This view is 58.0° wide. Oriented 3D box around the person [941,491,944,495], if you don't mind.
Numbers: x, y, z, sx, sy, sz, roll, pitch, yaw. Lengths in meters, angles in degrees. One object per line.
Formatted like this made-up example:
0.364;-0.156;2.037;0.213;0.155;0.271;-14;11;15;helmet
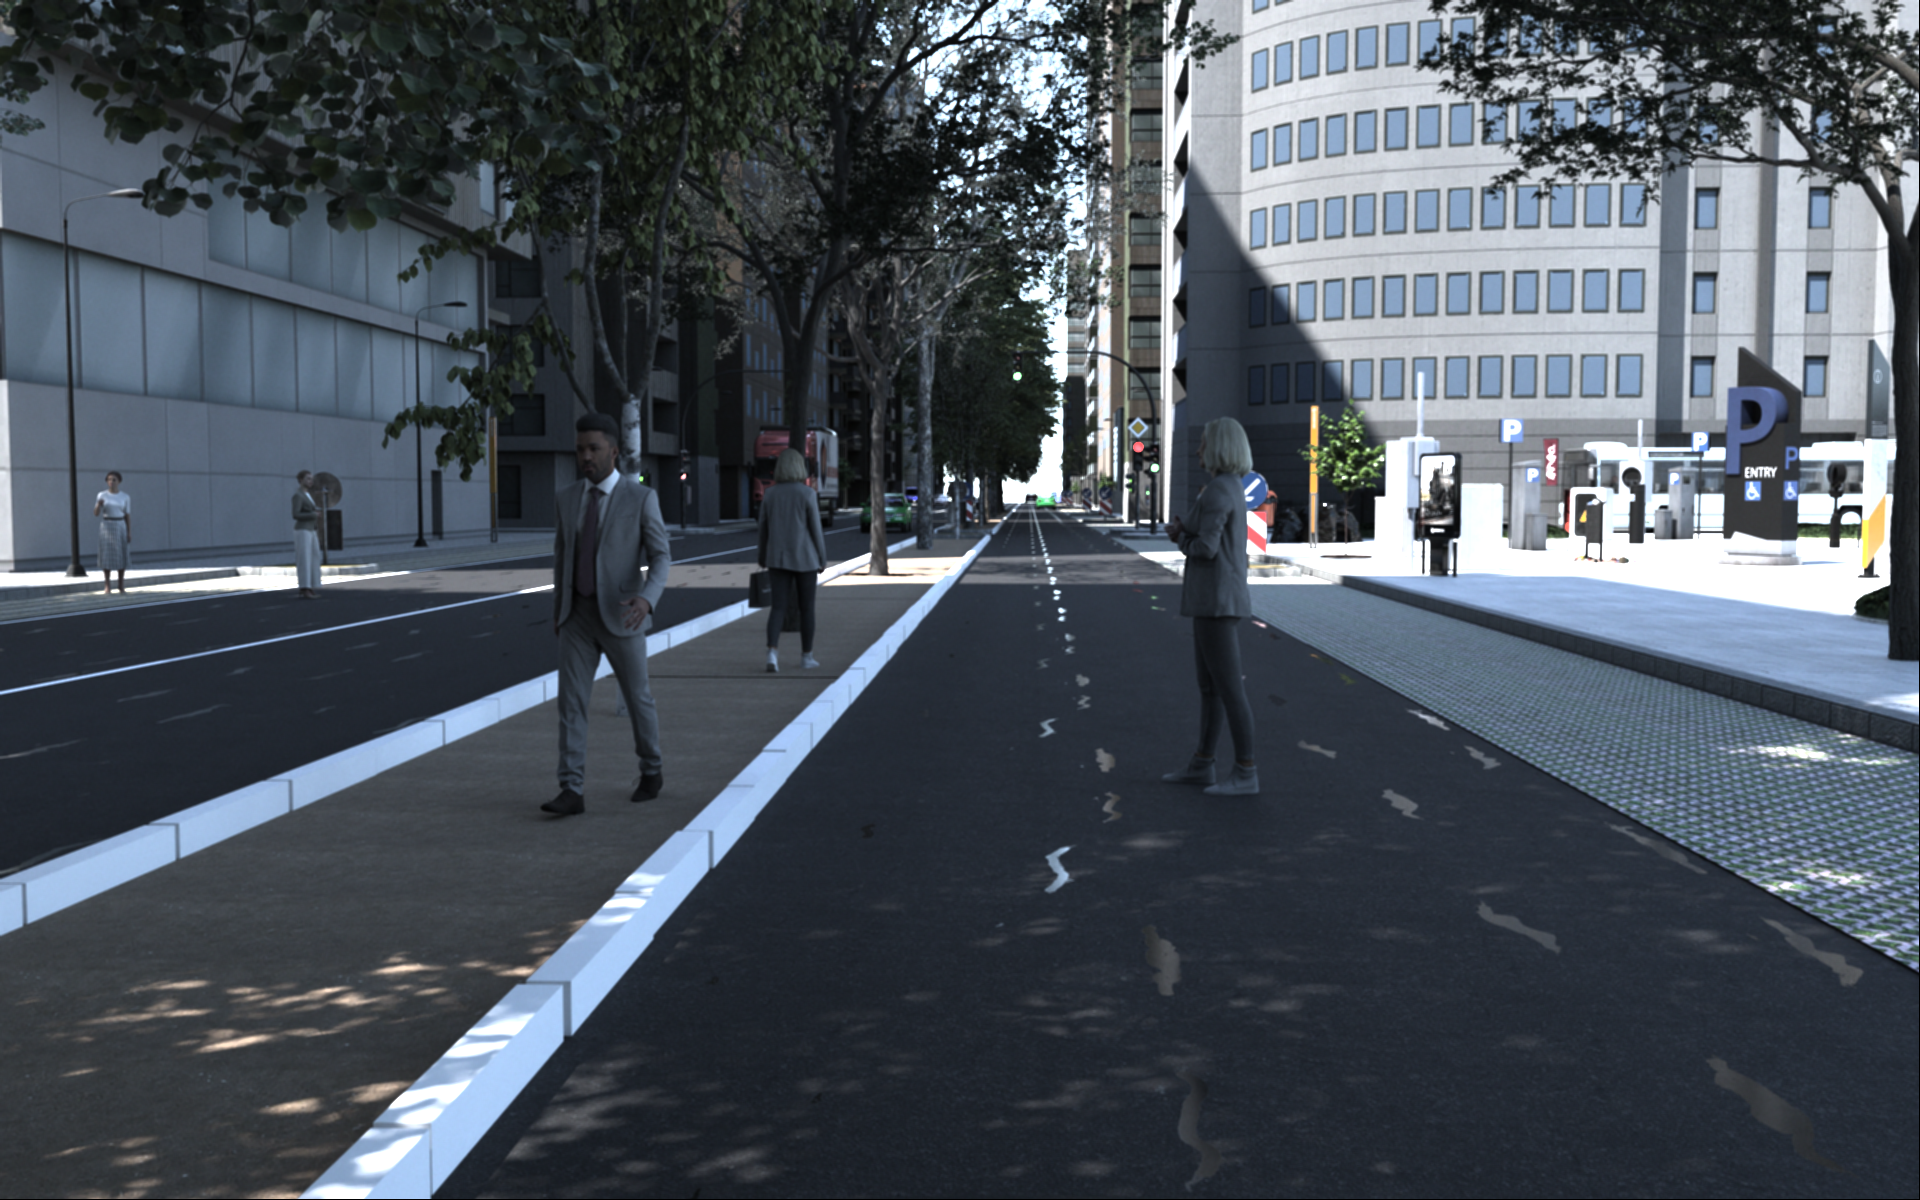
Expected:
-2.531;-14.638;247.906;1.350;1.814;0.705;1;4;22;person

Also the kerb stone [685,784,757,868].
-0.983;0.926;7.126;0.120;0.150;1.000;0;4;2;kerb stone

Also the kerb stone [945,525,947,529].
-0.701;-2.753;67.213;0.120;0.150;1.000;0;4;2;kerb stone

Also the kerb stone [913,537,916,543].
-1.413;-1.655;49.255;0.120;0.150;1.000;0;4;2;kerb stone

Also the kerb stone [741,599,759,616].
-2.552;0.099;20.584;0.120;0.150;1.000;0;4;2;kerb stone

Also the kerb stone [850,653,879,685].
-0.741;0.545;13.287;0.120;0.150;1.000;0;4;2;kerb stone

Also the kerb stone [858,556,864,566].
-2.027;-0.715;33.888;0.120;0.150;1.000;0;4;2;kerb stone

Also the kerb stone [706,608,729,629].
-2.640;0.224;18.530;0.120;0.150;1.000;0;4;2;kerb stone

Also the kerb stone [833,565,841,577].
-2.197;-0.461;29.800;0.120;0.150;1.000;0;4;2;kerb stone

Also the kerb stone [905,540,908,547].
-1.538;-1.462;46.175;0.120;0.150;1.000;0;4;2;kerb stone

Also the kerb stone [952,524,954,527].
-0.457;-3.128;73.343;0.120;0.150;1.000;0;4;2;kerb stone

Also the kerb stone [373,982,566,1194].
-1.118;1.111;4.035;0.120;0.150;1.000;0;4;2;kerb stone

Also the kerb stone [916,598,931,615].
-0.459;0.109;20.469;0.120;0.150;1.000;0;4;2;kerb stone

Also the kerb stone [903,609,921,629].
-0.538;0.234;18.412;0.120;0.150;1.000;0;4;2;kerb stone

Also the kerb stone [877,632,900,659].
-0.654;0.422;15.332;0.120;0.150;1.000;0;4;2;kerb stone

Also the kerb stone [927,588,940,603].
-0.374;-0.020;22.525;0.120;0.150;1.000;0;4;2;kerb stone

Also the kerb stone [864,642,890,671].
-0.702;0.482;14.310;0.120;0.150;1.000;0;4;2;kerb stone

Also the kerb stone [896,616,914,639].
-0.578;0.294;17.387;0.120;0.150;1.000;0;4;2;kerb stone

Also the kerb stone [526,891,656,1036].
-1.067;1.050;5.075;0.120;0.150;1.000;0;4;2;kerb stone

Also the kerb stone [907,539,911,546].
-1.494;-1.528;47.203;0.120;0.150;1.000;0;4;2;kerb stone

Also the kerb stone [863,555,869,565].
-1.984;-0.773;34.909;0.120;0.150;1.000;0;4;2;kerb stone

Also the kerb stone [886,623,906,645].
-0.626;0.357;16.361;0.120;0.150;1.000;0;4;2;kerb stone

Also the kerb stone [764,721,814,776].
-0.912;0.795;9.190;0.120;0.150;1.000;0;4;2;kerb stone

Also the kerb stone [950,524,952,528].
-0.534;-3.003;71.300;0.120;0.150;1.000;0;4;2;kerb stone

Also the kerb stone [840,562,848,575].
-2.147;-0.528;30.823;0.120;0.150;1.000;0;4;2;kerb stone

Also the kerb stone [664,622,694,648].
-2.718;0.349;16.486;0.120;0.150;1.000;0;4;2;kerb stone

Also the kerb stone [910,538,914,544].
-1.452;-1.592;48.232;0.120;0.150;1.000;0;4;2;kerb stone

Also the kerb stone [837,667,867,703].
-0.784;0.616;12.258;0.120;0.150;1.000;0;4;2;kerb stone

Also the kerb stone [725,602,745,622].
-2.603;0.161;19.560;0.120;0.150;1.000;0;4;2;kerb stone

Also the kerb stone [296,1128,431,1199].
-1.154;1.175;3.014;0.120;0.150;1.000;0;4;2;kerb stone

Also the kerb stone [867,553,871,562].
-1.951;-0.835;35.932;0.120;0.150;1.000;0;4;2;kerb stone

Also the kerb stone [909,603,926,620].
-0.505;0.169;19.433;0.120;0.150;1.000;0;4;2;kerb stone

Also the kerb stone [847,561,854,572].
-2.104;-0.585;31.845;0.120;0.150;1.000;0;4;2;kerb stone

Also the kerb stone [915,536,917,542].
-1.373;-1.717;50.277;0.120;0.150;1.000;0;4;2;kerb stone

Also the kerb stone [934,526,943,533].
-0.817;-2.565;64.141;0.120;0.150;1.000;0;4;2;kerb stone

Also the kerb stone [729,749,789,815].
-0.949;0.864;8.159;0.120;0.150;1.000;0;4;2;kerb stone

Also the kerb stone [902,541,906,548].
-1.566;-1.404;45.146;0.120;0.150;1.000;0;4;2;kerb stone

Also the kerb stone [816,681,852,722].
-0.828;0.671;11.236;0.120;0.150;1.000;0;4;2;kerb stone

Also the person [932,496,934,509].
-2.655;-9.166;161.547;0.628;1.438;0.799;-3;5;-43;person

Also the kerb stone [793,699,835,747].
-0.869;0.734;10.212;0.120;0.150;1.000;0;4;2;kerb stone

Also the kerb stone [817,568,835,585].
-2.231;-0.399;28.778;0.120;0.150;1.000;0;4;2;kerb stone

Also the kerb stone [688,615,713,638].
-2.677;0.287;17.507;0.120;0.150;1.000;0;4;2;kerb stone

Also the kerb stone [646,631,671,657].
-2.768;0.415;15.459;0.120;0.150;1.000;0;4;2;kerb stone

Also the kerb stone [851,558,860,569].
-2.064;-0.653;32.866;0.120;0.150;1.000;0;4;2;kerb stone

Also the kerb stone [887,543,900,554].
-1.658;-1.278;43.096;0.120;0.150;1.000;0;4;2;kerb stone

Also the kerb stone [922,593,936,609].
-0.414;0.043;21.499;0.120;0.150;1.000;0;4;2;kerb stone

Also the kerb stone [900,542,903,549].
-1.612;-1.341;44.125;0.120;0.150;1.000;0;4;2;kerb stone

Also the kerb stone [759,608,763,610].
-2.512;0.040;21.606;0.120;0.150;1.000;0;4;2;kerb stone

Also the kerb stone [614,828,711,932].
-1.037;0.985;6.096;0.120;0.150;1.000;0;4;2;kerb stone

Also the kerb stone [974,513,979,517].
1.172;-5.631;114.328;0.120;0.150;1.000;0;4;2;kerb stone
